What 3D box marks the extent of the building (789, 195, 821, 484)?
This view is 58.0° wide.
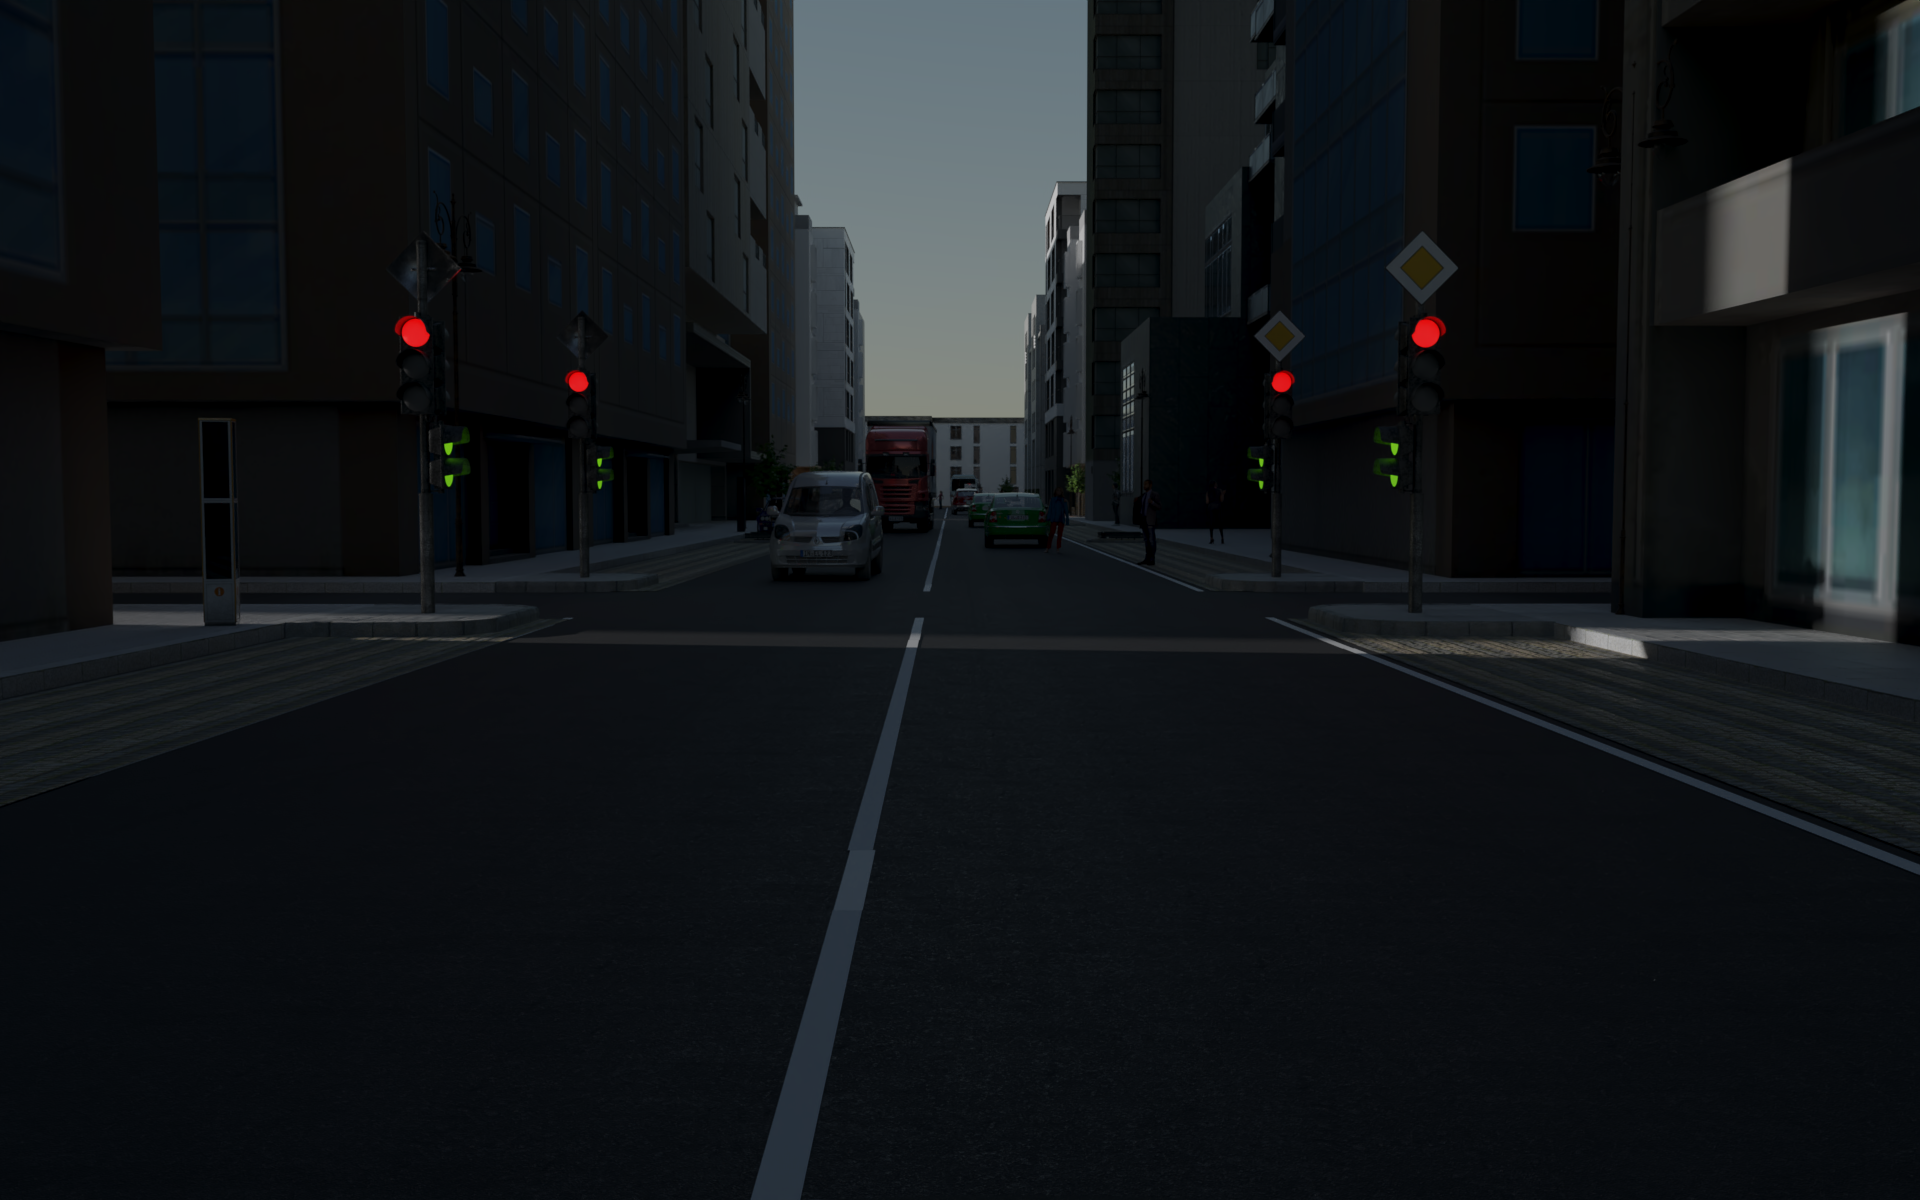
[{"bbox_3d":[-16.807,-15.359,107.533,16.016,20.091,11.380,0,4,0],"label":"building"}]

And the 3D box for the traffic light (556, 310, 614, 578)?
[{"bbox_3d":[-5.758,-2.301,26.539,0.839,4.253,0.868,0,4,0],"label":"traffic light"}]

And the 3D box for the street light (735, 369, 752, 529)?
[{"bbox_3d":[-8.012,-5.594,64.251,0.468,5.910,1.993,0,4,0],"label":"street light"}]

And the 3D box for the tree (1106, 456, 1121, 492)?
[{"bbox_3d":[7.776,-5.129,78.459,1.663,3.219,1.824,0,3,0],"label":"tree"}]

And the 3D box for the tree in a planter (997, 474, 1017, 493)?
[{"bbox_3d":[4.222,-9.699,155.795,1.991,3.239,1.994,0,4,0],"label":"tree in a planter"}]

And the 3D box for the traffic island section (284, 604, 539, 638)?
[{"bbox_3d":[-5.756,0.220,18.688,2.009,0.180,2.903,0,4,0],"label":"traffic island section"}]

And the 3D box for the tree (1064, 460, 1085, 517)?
[{"bbox_3d":[6.815,-6.302,97.639,1.663,3.219,1.824,0,3,0],"label":"tree"}]

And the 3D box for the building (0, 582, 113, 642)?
[{"bbox_3d":[-14.992,-21.955,9.078,14.200,45.320,14.600,0,4,0],"label":"building"}]

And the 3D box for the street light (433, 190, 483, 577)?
[{"bbox_3d":[-7.783,-3.302,26.772,0.468,5.910,1.993,0,4,0],"label":"street light"}]

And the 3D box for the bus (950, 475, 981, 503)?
[{"bbox_3d":[0.523,-10.825,171.843,2.948,3.499,13.247,0,4,2],"label":"bus"}]

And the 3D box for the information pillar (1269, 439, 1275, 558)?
[{"bbox_3d":[6.373,-2.667,34.958,0.183,3.616,0.504,0,4,5],"label":"information pillar"}]

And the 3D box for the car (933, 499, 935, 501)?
[{"bbox_3d":[-3.109,-8.408,147.689,2.015,1.641,3.980,0,4,1],"label":"car"}]

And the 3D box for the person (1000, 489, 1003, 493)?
[{"bbox_3d":[3.203,-7.541,131.813,0.705,1.821,1.348,-2,4,-30],"label":"person"}]

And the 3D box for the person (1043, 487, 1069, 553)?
[{"bbox_3d":[2.362,-1.964,42.314,0.593,1.614,0.444,1,4,19],"label":"person"}]

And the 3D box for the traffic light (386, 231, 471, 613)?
[{"bbox_3d":[-5.716,-1.812,18.554,0.839,4.253,0.868,0,4,0],"label":"traffic light"}]

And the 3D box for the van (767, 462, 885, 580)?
[{"bbox_3d":[-2.273,-1.413,30.109,2.013,2.044,4.112,0,4,2],"label":"van"}]

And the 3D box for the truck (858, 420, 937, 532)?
[{"bbox_3d":[-2.281,-4.847,68.164,2.839,4.237,11.283,0,4,1],"label":"truck"}]

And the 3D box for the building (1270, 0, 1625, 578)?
[{"bbox_3d":[14.150,-23.332,31.587,14.200,45.320,14.600,0,4,0],"label":"building"}]

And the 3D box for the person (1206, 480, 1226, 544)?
[{"bbox_3d":[6.584,-2.271,44.637,0.593,1.643,0.415,-3,5,-43],"label":"person"}]

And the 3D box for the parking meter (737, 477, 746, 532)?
[{"bbox_3d":[-7.438,-3.250,58.850,0.255,1.863,0.399,0,4,1],"label":"parking meter"}]

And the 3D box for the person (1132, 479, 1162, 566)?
[{"bbox_3d":[3.726,-1.551,34.688,0.431,1.722,0.655,-2,4,-26],"label":"person"}]

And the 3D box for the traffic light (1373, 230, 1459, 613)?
[{"bbox_3d":[4.905,-1.817,18.625,0.839,4.253,0.868,0,4,0],"label":"traffic light"}]

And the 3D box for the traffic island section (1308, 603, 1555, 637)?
[{"bbox_3d":[4.945,0.217,18.739,2.009,0.180,2.903,0,4,0],"label":"traffic island section"}]

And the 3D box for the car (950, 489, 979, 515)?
[{"bbox_3d":[0.450,-6.869,120.975,2.281,1.827,5.304,0,4,-2],"label":"car"}]

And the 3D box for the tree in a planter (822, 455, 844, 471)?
[{"bbox_3d":[-5.748,-4.951,78.173,1.991,3.239,1.994,0,4,0],"label":"tree in a planter"}]

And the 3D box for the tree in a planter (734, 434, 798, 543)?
[{"bbox_3d":[-5.595,-3.303,51.230,1.991,3.239,1.994,0,4,0],"label":"tree in a planter"}]

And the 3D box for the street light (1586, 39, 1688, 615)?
[{"bbox_3d":[7.071,-2.781,18.261,0.468,5.910,1.993,0,4,0],"label":"street light"}]

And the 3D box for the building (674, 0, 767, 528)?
[{"bbox_3d":[-22.240,-29.281,67.982,28.713,52.752,27.495,0,4,0],"label":"building"}]

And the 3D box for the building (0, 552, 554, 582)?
[{"bbox_3d":[-15.278,-23.365,32.135,14.600,45.320,14.200,0,4,0],"label":"building"}]

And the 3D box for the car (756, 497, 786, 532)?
[{"bbox_3d":[-5.866,-2.816,58.616,1.945,1.354,3.894,0,4,0],"label":"car"}]

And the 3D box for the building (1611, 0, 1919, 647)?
[{"bbox_3d":[17.749,-23.434,6.843,21.300,48.544,21.600,0,4,0],"label":"building"}]

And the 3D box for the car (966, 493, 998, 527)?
[{"bbox_3d":[1.246,-4.108,75.965,1.959,1.807,4.718,0,3,0],"label":"car"}]

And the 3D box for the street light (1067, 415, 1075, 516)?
[{"bbox_3d":[6.493,-7.858,101.267,0.468,5.910,1.993,0,4,0],"label":"street light"}]

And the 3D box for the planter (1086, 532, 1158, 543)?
[{"bbox_3d":[4.775,-1.854,51.446,1.991,0.319,1.994,0,4,0],"label":"planter"}]

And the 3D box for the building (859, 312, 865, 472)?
[{"bbox_3d":[-25.474,-18.539,169.573,31.486,18.905,16.747,0,4,0],"label":"building"}]

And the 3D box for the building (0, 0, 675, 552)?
[{"bbox_3d":[-15.511,-24.244,46.496,14.600,45.320,14.200,0,4,0],"label":"building"}]

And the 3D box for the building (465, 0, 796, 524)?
[{"bbox_3d":[-16.098,-26.863,89.321,14.600,45.320,14.200,0,4,0],"label":"building"}]

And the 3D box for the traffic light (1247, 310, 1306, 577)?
[{"bbox_3d":[4.863,-2.305,26.610,0.839,4.253,0.868,0,4,0],"label":"traffic light"}]

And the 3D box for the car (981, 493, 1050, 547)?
[{"bbox_3d":[1.567,-2.389,47.861,1.959,1.807,4.718,0,4,1],"label":"car"}]

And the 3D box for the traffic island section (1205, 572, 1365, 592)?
[{"bbox_3d":[4.903,-0.272,26.724,2.009,0.180,2.903,0,4,0],"label":"traffic island section"}]

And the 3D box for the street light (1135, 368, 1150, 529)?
[{"bbox_3d":[6.705,-5.568,63.832,0.468,5.910,1.993,0,4,0],"label":"street light"}]

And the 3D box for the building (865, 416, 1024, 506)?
[{"bbox_3d":[-3.142,-15.172,190.206,28.070,9.664,9.099,0,4,0],"label":"building"}]

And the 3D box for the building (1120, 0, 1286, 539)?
[{"bbox_3d":[18.070,-45.452,55.806,22.319,86.520,31.000,0,4,0],"label":"building"}]

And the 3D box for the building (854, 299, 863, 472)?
[{"bbox_3d":[-16.517,-18.112,152.550,16.016,20.091,11.380,0,4,0],"label":"building"}]

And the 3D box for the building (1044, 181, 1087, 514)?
[{"bbox_3d":[20.163,-17.480,129.767,27.936,21.610,32.646,0,4,0],"label":"building"}]

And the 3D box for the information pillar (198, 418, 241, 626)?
[{"bbox_3d":[-7.220,-0.758,16.892,0.304,2.012,0.304,-1,4,-15],"label":"information pillar"}]

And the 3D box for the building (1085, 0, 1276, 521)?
[{"bbox_3d":[13.277,-19.345,87.989,14.160,30.474,14.107,0,4,0],"label":"building"}]

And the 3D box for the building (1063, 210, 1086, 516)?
[{"bbox_3d":[14.591,-15.376,107.812,16.016,20.091,11.380,0,4,0],"label":"building"}]

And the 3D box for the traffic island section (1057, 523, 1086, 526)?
[{"bbox_3d":[4.639,-3.396,78.396,1.991,0.108,1.994,0,4,0],"label":"traffic island section"}]

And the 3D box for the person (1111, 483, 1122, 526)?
[{"bbox_3d":[6.310,-3.862,69.913,0.376,1.734,0.841,1,4,20],"label":"person"}]

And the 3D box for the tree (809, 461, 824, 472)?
[{"bbox_3d":[-8.274,-6.535,101.450,1.663,3.219,1.824,0,3,0],"label":"tree"}]

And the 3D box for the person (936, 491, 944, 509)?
[{"bbox_3d":[-1.891,-9.400,162.906,0.721,1.743,1.217,2,4,34],"label":"person"}]

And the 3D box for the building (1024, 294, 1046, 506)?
[{"bbox_3d":[15.058,-18.081,162.088,16.747,18.905,31.486,0,4,0],"label":"building"}]

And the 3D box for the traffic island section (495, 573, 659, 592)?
[{"bbox_3d":[-5.798,-0.269,26.673,2.009,0.180,2.903,0,4,0],"label":"traffic island section"}]

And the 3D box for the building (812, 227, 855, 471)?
[{"bbox_3d":[-22.740,-17.524,130.498,27.936,21.610,32.646,0,4,0],"label":"building"}]
